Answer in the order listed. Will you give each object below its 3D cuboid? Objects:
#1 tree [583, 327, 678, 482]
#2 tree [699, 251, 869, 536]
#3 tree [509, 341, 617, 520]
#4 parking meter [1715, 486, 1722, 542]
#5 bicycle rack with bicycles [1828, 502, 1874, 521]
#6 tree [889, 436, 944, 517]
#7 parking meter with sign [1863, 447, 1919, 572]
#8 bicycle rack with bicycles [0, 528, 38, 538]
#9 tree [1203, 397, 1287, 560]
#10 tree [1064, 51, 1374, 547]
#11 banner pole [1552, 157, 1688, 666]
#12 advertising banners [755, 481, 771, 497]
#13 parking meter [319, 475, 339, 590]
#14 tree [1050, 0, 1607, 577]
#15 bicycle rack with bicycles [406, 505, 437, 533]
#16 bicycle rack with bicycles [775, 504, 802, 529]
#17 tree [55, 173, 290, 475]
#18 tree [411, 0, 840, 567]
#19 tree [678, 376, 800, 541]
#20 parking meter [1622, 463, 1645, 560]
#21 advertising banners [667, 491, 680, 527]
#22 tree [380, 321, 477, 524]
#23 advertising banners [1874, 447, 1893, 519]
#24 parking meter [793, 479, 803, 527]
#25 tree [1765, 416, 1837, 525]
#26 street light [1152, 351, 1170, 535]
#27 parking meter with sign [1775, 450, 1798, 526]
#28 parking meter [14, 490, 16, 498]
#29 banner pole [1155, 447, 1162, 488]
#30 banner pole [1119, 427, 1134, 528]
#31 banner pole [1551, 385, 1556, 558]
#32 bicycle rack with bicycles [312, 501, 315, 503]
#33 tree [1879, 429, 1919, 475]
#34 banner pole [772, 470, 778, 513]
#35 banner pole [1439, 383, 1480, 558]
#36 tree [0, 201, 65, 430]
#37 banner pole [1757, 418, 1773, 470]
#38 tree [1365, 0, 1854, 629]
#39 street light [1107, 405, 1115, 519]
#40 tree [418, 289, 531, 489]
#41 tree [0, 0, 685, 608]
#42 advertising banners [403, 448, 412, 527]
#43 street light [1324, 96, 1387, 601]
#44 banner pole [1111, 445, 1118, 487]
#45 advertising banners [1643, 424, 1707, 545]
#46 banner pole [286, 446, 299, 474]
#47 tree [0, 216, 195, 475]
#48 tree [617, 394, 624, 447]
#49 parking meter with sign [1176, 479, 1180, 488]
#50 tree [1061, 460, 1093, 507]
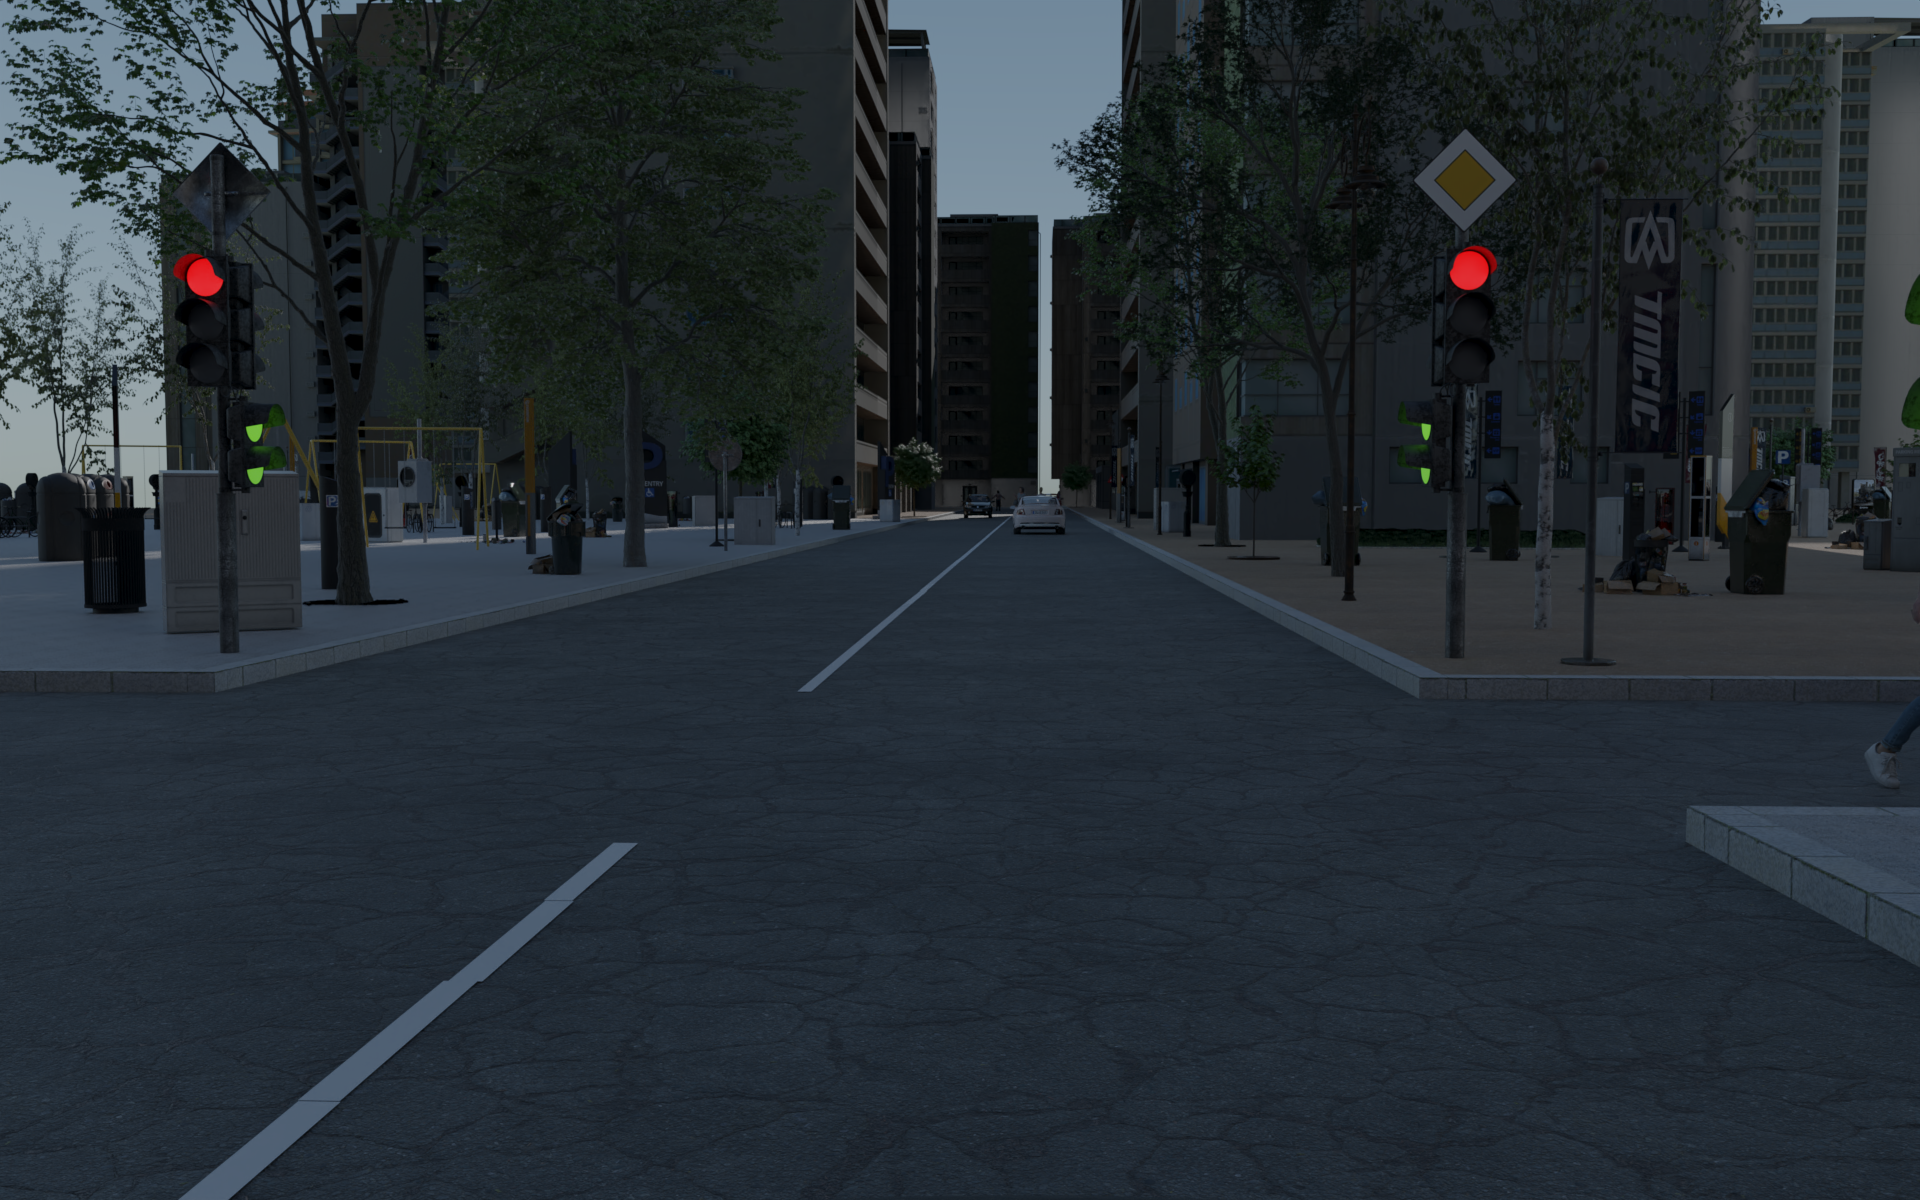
[{"bbox_3d":[-13.160,-7.351,70.550,4.360,8.622,3.978,0,3,0],"label":"tree"},{"bbox_3d":[-4.956,-6.302,53.405,4.737,8.622,4.395,0,3,0],"label":"tree"},{"bbox_3d":[-18.722,-7.871,79.058,4.737,8.622,4.395,0,3,0],"label":"tree"},{"bbox_3d":[20.400,-2.318,46.310,0.372,1.533,0.369,0,3,0],"label":"parking meter"},{"bbox_3d":[45.335,-4.442,86.005,2.925,0.926,2.852,0,4,0],"label":"bicycle rack with bicycles"},{"bbox_3d":[-2.623,-6.988,97.968,4.285,4.588,4.351,0,3,0],"label":"tree"},{"bbox_3d":[15.807,-1.974,28.539,0.543,3.016,1.738,-2,4,-27],"label":"parking meter with sign"},{"bbox_3d":[-28.481,-2.296,50.917,2.852,0.926,2.925,3,4,37],"label":"bicycle rack with bicycles"},{"bbox_3d":[5.876,-2.416,34.095,1.663,3.219,1.824,0,3,0],"label":"tree"},{"bbox_3d":[6.226,-7.104,41.902,9.928,11.665,9.643,0,3,0],"label":"tree"},{"bbox_3d":[4.981,-1.404,12.977,0.863,3.779,0.401,0,4,2],"label":"banner pole"},{"bbox_3d":[-9.649,-5.450,85.299,0.090,3.025,2.074,1,4,16],"label":"advertising banners"},{"bbox_3d":[-8.446,-0.917,23.399,0.372,1.533,0.369,0,3,0],"label":"parking meter"},{"bbox_3d":[5.880,-5.662,26.981,8.767,10.594,7.601,-1,4,-10],"label":"tree"},{"bbox_3d":[-18.664,-2.733,58.069,2.852,0.926,2.925,0,4,5],"label":"bicycle rack with bicycles"},{"bbox_3d":[-7.176,-3.160,65.043,2.852,0.926,2.925,-1,4,-10],"label":"bicycle rack with bicycles"},{"bbox_3d":[-17.355,-5.469,39.784,4.360,8.622,3.978,0,3,0],"label":"tree"},{"bbox_3d":[-6.145,-6.867,30.409,7.486,12.596,7.792,0,3,0],"label":"tree"},{"bbox_3d":[-5.960,-3.911,47.655,4.285,4.588,4.351,0,3,0],"label":"tree"},{"bbox_3d":[12.690,-1.647,32.635,0.255,1.863,0.399,0,4,-1],"label":"parking meter"},{"bbox_3d":[-11.805,-4.343,67.200,2.074,3.025,0.090,1,4,21],"label":"advertising banners"},{"bbox_3d":[-22.077,-7.490,72.816,4.737,8.622,4.395,0,3,0],"label":"tree"},{"bbox_3d":[34.545,-4.131,63.724,0.090,3.025,2.074,-2,4,-28],"label":"advertising banners"},{"bbox_3d":[-6.372,-3.809,67.988,0.255,1.863,0.399,-2,4,-32],"label":"parking meter"},{"bbox_3d":[35.195,-5.446,72.756,4.285,4.588,4.351,0,3,0],"label":"tree"},{"bbox_3d":[6.271,-4.979,54.187,0.468,5.910,1.993,0,4,3],"label":"street light"},{"bbox_3d":[33.204,-4.478,69.472,0.543,3.016,1.738,3,5,39],"label":"parking meter with sign"},{"bbox_3d":[-47.181,-4.795,86.810,0.372,1.533,0.369,0,3,0],"label":"parking meter"},{"bbox_3d":[9.311,-5.570,81.082,0.401,3.779,0.863,2,4,30],"label":"banner pole"},{"bbox_3d":[6.382,-4.568,64.704,0.401,3.779,0.863,-1,4,-12],"label":"banner pole"},{"bbox_3d":[12.151,-2.759,35.123,0.863,3.779,0.401,-2,4,-29],"label":"banner pole"},{"bbox_3d":[-32.489,-4.617,88.876,2.925,0.926,2.852,-3,5,-41],"label":"bicycle rack with bicycles"},{"bbox_3d":[27.824,-3.431,50.706,1.663,3.219,1.824,0,3,0],"label":"tree"},{"bbox_3d":[-9.340,-5.960,87.460,0.401,3.779,0.863,1,4,18],"label":"banner pole"},{"bbox_3d":[10.025,-2.733,34.708,0.401,3.779,0.863,-3,4,-37],"label":"banner pole"},{"bbox_3d":[-23.685,-5.540,40.940,4.737,8.622,4.395,0,3,0],"label":"tree"},{"bbox_3d":[26.636,-4.123,57.421,0.863,3.779,0.401,-1,4,-9],"label":"banner pole"},{"bbox_3d":[5.782,-4.027,16.198,4.360,8.622,3.978,0,3,0],"label":"tree"},{"bbox_3d":[7.673,-7.057,88.170,0.468,5.910,1.993,0,4,3],"label":"street light"},{"bbox_3d":[-17.715,-6.878,62.819,4.360,8.622,3.978,0,3,0],"label":"tree"},{"bbox_3d":[-7.030,-5.763,19.982,9.928,11.665,9.643,0,3,0],"label":"tree"},{"bbox_3d":[-20.847,-4.196,64.788,0.090,3.025,2.074,0,4,6],"label":"advertising banners"},{"bbox_3d":[4.683,-2.929,20.673,0.468,5.910,1.993,0,4,3],"label":"street light"},{"bbox_3d":[7.087,-5.402,78.343,0.401,3.779,0.863,3,5,43],"label":"banner pole"},{"bbox_3d":[17.847,-2.917,43.880,0.090,3.025,2.074,-3,5,-45],"label":"advertising banners"},{"bbox_3d":[-34.882,-6.141,90.427,0.863,3.779,0.401,1,4,10],"label":"banner pole"},{"bbox_3d":[-24.031,-5.898,46.790,4.360,8.622,3.978,0,3,0],"label":"tree"},{"bbox_3d":[-17.953,-8.188,84.243,4.737,8.622,4.395,0,3,0],"label":"tree"},{"bbox_3d":[11.065,-5.464,85.593,0.543,3.016,1.738,-2,4,-29],"label":"parking meter with sign"},{"bbox_3d":[11.176,-11.148,165.984,4.285,4.588,4.351,0,3,0],"label":"tree"}]
